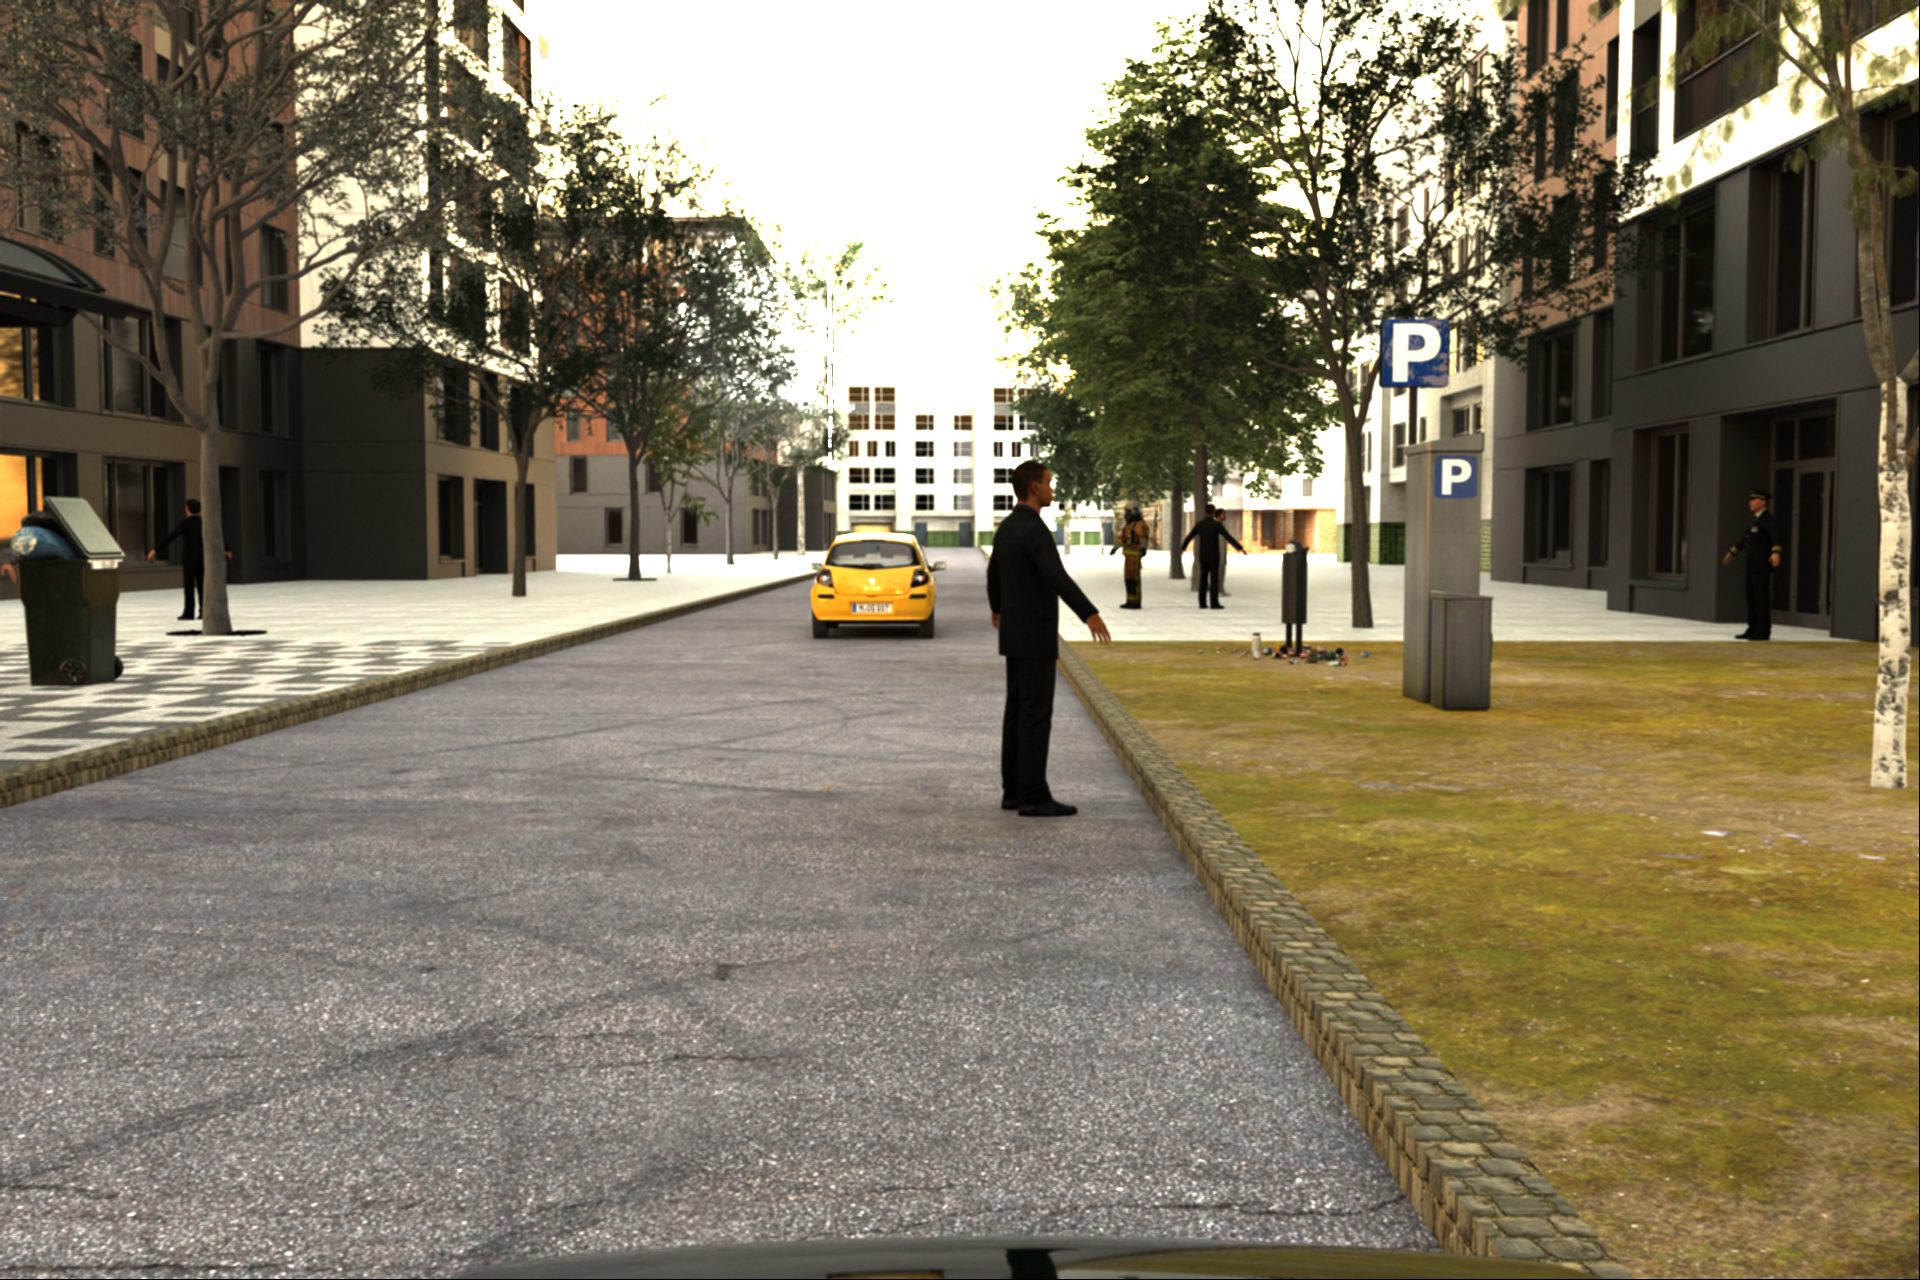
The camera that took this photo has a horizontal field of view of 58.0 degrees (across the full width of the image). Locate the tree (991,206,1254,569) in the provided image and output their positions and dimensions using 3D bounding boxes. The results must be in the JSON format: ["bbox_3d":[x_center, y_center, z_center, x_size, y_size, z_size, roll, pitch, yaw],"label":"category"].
[{"bbox_3d":[6.310,-9.609,63.757,9.857,13.997,8.962,0,3,0],"label":"tree"}]

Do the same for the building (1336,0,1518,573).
[{"bbox_3d":[25.776,-12.090,64.134,16.747,18.905,31.486,0,4,0],"label":"building"}]

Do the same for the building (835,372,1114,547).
[{"bbox_3d":[1.267,-20.088,197.354,31.486,18.905,16.747,0,4,-5],"label":"building"}]

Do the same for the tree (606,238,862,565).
[{"bbox_3d":[-9.627,-9.851,71.439,12.009,13.543,11.850,0,3,0],"label":"tree"}]

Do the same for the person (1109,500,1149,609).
[{"bbox_3d":[2.938,-1.463,29.693,0.705,1.858,1.354,-1,4,-19],"label":"person"}]

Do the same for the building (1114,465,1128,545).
[{"bbox_3d":[25.329,-20.832,171.531,19.493,23.208,18.063,0,4,0],"label":"building"}]

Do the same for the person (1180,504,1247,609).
[{"bbox_3d":[4.308,-1.440,29.762,1.346,1.802,0.704,3,5,42],"label":"person"}]

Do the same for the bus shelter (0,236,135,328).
[{"bbox_3d":[-6.777,-0.939,9.269,2.014,3.302,5.546,0,4,2],"label":"bus shelter"}]

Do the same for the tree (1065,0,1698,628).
[{"bbox_3d":[5.586,-5.466,23.786,8.767,10.594,7.601,0,4,7],"label":"tree"}]

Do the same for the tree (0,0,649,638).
[{"bbox_3d":[-9.531,-6.799,21.526,12.009,13.543,11.850,0,3,0],"label":"tree"}]

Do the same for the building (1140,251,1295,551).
[{"bbox_3d":[24.547,-18.927,140.386,19.493,23.208,18.063,0,3,0],"label":"building"}]

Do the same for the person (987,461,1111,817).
[{"bbox_3d":[0.386,-0.014,8.911,0.704,1.802,1.346,-1,4,-21],"label":"person"}]

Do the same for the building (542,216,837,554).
[{"bbox_3d":[-24.248,-17.371,127.989,27.936,21.610,32.646,0,4,0],"label":"building"}]

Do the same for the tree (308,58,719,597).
[{"bbox_3d":[-9.061,-6.151,34.979,8.767,10.594,7.601,0,4,-6],"label":"tree"}]

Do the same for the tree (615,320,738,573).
[{"bbox_3d":[-9.444,-6.481,56.328,4.737,8.622,4.395,0,3,0],"label":"tree"}]

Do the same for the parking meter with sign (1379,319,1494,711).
[{"bbox_3d":[3.692,-1.044,13.322,0.543,3.016,1.738,0,4,0],"label":"parking meter with sign"}]

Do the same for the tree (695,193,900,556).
[{"bbox_3d":[-10.589,-14.852,98.715,12.611,20.169,13.585,0,3,0],"label":"tree"}]

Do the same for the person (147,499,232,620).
[{"bbox_3d":[-11.497,-1.210,25.973,0.705,1.806,1.347,2,4,34],"label":"person"}]

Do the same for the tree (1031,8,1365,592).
[{"bbox_3d":[4.993,-7.365,38.546,7.486,12.596,7.792,0,3,0],"label":"tree"}]

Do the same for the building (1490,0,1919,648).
[{"bbox_3d":[24.869,-11.416,30.622,27.936,21.610,32.646,0,4,1],"label":"building"}]

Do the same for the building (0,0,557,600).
[{"bbox_3d":[-28.713,-12.324,45.478,27.936,21.610,32.646,0,4,1],"label":"building"}]

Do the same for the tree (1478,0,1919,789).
[{"bbox_3d":[4.912,-3.566,8.660,4.360,8.622,3.978,0,3,0],"label":"tree"}]

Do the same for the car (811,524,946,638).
[{"bbox_3d":[-1.210,-0.918,25.240,2.015,1.641,3.980,0,4,-1],"label":"car"}]

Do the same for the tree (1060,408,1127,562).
[{"bbox_3d":[6.608,-7.839,78.533,4.360,8.622,3.978,0,3,0],"label":"tree"}]

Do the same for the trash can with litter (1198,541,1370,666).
[{"bbox_3d":[3.427,-0.417,17.873,1.678,1.210,2.233,0,4,-1],"label":"trash can with litter"}]

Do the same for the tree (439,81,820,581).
[{"bbox_3d":[-8.940,-8.381,47.407,12.009,13.543,11.850,0,3,0],"label":"tree"}]

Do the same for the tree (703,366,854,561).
[{"bbox_3d":[-8.760,-9.148,83.990,8.767,10.594,7.601,2,4,26],"label":"tree"}]

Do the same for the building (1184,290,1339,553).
[{"bbox_3d":[22.015,-16.656,128.743,16.016,20.090,11.380,0,4,1],"label":"building"}]

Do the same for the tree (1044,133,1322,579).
[{"bbox_3d":[6.263,-7.991,48.774,7.486,12.596,7.792,0,3,0],"label":"tree"}]

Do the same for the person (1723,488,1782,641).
[{"bbox_3d":[9.638,-0.919,20.962,0.705,1.837,1.347,0,4,0],"label":"person"}]

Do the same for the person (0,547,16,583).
[{"bbox_3d":[-8.184,-0.460,13.789,1.348,1.796,0.705,0,4,-5],"label":"person"}]

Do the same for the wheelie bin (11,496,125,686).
[{"bbox_3d":[-7.640,-0.422,14.813,0.693,1.594,0.980,0,4,1],"label":"wheelie bin"}]

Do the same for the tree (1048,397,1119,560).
[{"bbox_3d":[6.077,-8.254,85.318,4.737,8.622,4.395,0,3,0],"label":"tree"}]

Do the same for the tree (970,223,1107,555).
[{"bbox_3d":[7.288,-15.081,102.458,12.611,20.169,13.585,0,3,0],"label":"tree"}]

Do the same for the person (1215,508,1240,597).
[{"bbox_3d":[5.363,-1.800,35.618,0.705,1.806,1.347,2,4,35],"label":"person"}]
